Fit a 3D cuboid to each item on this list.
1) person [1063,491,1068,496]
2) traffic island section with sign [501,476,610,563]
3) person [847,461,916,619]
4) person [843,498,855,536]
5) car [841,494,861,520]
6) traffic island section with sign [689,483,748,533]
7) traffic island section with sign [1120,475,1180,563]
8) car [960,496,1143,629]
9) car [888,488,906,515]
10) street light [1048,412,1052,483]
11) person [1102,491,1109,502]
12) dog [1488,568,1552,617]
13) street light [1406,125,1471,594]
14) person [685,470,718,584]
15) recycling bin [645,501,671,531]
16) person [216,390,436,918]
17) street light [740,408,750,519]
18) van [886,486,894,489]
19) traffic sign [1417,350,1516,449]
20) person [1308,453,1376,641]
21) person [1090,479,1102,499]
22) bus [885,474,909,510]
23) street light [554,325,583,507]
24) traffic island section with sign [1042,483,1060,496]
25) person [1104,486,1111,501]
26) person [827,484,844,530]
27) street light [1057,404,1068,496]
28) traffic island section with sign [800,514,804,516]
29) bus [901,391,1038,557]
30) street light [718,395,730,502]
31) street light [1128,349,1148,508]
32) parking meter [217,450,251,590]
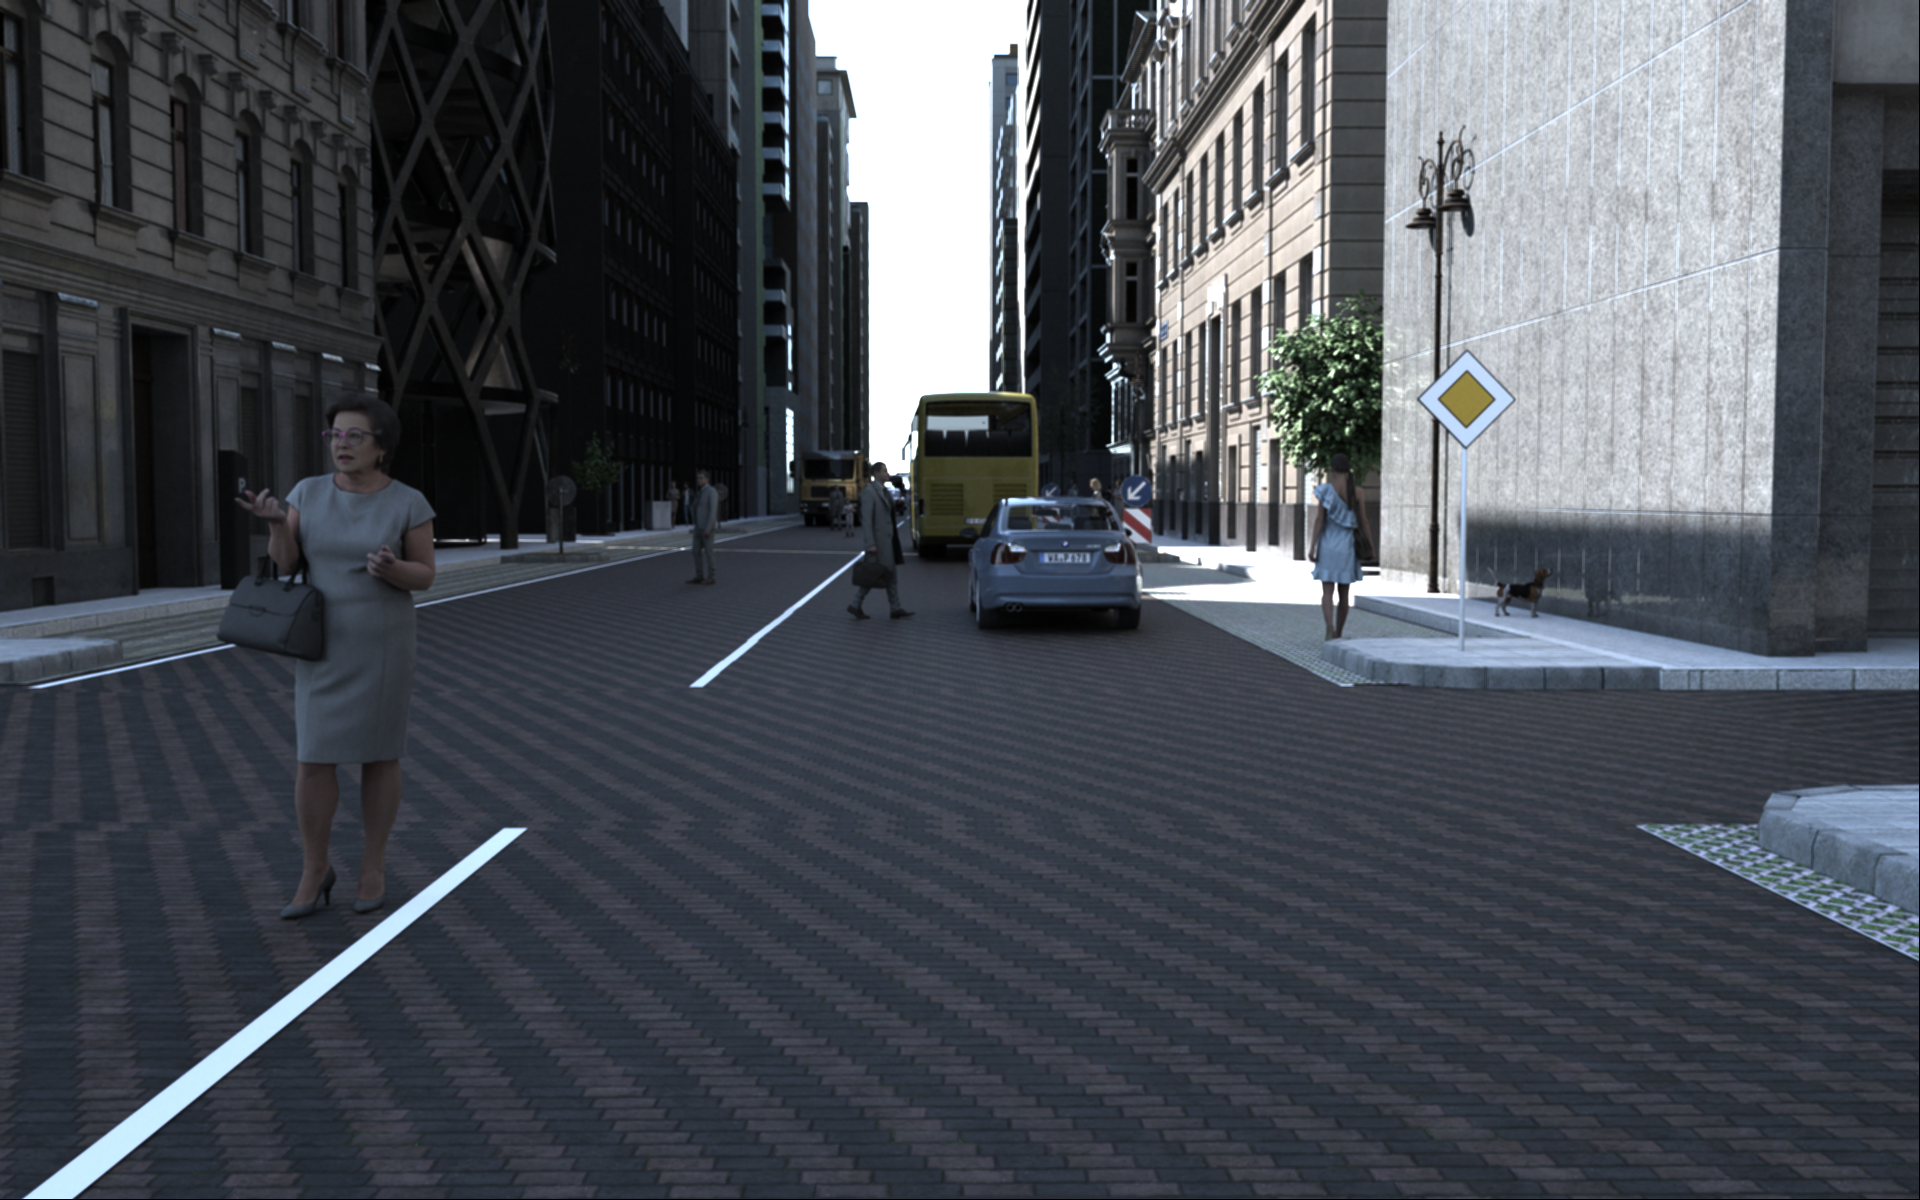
[{"bbox_3d":[5.983,-5.284,95.670,0.697,1.427,0.421,-2,4,-35],"label":"person"},{"bbox_3d":[-8.490,-1.711,36.609,1.989,1.847,2.006,0,4,-1],"label":"traffic island section with sign"},{"bbox_3d":[-0.906,-0.692,19.916,0.767,1.812,0.694,1,4,20],"label":"person"},{"bbox_3d":[-3.730,-2.803,58.604,0.425,1.301,0.394,-3,5,-39],"label":"person"},{"bbox_3d":[-5.644,-5.287,96.229,2.009,1.686,4.222,0,4,1],"label":"car"},{"bbox_3d":[-8.838,-3.363,63.612,1.989,1.847,2.006,0,4,-1],"label":"traffic island section with sign"},{"bbox_3d":[3.538,-1.713,36.632,1.989,1.847,2.006,0,4,-1],"label":"traffic island section with sign"},{"bbox_3d":[1.013,-0.472,19.713,2.014,1.417,4.499,0,4,-1],"label":"car"},{"bbox_3d":[-4.846,-6.710,118.376,2.281,1.827,5.304,0,4,-2],"label":"car"},{"bbox_3d":[5.116,-7.650,97.873,0.468,5.910,1.993,0,4,-1],"label":"street light"},{"bbox_3d":[7.571,-5.022,91.417,1.065,1.426,0.557,-3,5,-41],"label":"person"},{"bbox_3d":[5.869,-0.081,18.160,0.540,0.507,0.406,0,4,-8],"label":"dog"},{"bbox_3d":[6.124,-3.024,22.233,0.468,5.910,1.993,0,4,-1],"label":"street light"},{"bbox_3d":[-4.069,-1.164,27.631,0.391,1.810,0.635,-3,5,-40],"label":"person"},{"bbox_3d":[-10.650,-2.972,61.152,0.722,1.027,0.722,-2,4,-31],"label":"recycling bin"},{"bbox_3d":[-2.157,0.183,5.870,0.716,1.782,0.532,0,4,-6],"label":"person"},{"bbox_3d":[-11.258,-7.220,90.829,0.468,5.910,1.993,0,4,-1],"label":"street light"},{"bbox_3d":[-5.769,-7.514,127.240,2.240,2.365,5.245,0,4,0],"label":"van"},{"bbox_3d":[4.118,-0.726,14.068,0.795,2.593,0.064,0,4,-1],"label":"traffic sign"},{"bbox_3d":[3.576,-0.466,16.211,0.616,1.811,0.778,1,4,13],"label":"person"},{"bbox_3d":[3.259,-1.994,41.284,0.728,1.800,0.709,0,4,7],"label":"person"},{"bbox_3d":[-6.144,-9.856,156.013,2.948,3.499,13.247,0,4,1],"label":"bus"},{"bbox_3d":[-10.674,-4.561,47.353,0.468,5.910,1.993,0,4,-1],"label":"street light"},{"bbox_3d":[3.191,-3.369,63.705,1.989,1.847,2.006,0,4,-1],"label":"traffic island section with sign"},{"bbox_3d":[8.263,-5.384,94.788,1.217,1.735,0.721,3,4,36],"label":"person"},{"bbox_3d":[-4.921,-3.678,68.739,0.694,1.812,0.767,-1,4,-18],"label":"person"},{"bbox_3d":[5.234,-7.099,88.852,0.468,5.910,1.993,0,4,-1],"label":"street light"},{"bbox_3d":[-9.466,-6.427,113.711,1.989,1.847,2.006,0,4,-1],"label":"traffic island section with sign"},{"bbox_3d":[0.096,-3.087,42.022,2.896,3.916,12.252,0,4,-3],"label":"bus"},{"bbox_3d":[-11.004,-6.628,81.150,0.468,5.910,1.993,0,4,-1],"label":"street light"},{"bbox_3d":[5.678,-5.052,55.385,0.468,5.910,1.993,0,4,-1],"label":"street light"},{"bbox_3d":[-9.781,-1.079,23.345,0.255,1.863,0.399,0,4,5],"label":"parking meter"}]
